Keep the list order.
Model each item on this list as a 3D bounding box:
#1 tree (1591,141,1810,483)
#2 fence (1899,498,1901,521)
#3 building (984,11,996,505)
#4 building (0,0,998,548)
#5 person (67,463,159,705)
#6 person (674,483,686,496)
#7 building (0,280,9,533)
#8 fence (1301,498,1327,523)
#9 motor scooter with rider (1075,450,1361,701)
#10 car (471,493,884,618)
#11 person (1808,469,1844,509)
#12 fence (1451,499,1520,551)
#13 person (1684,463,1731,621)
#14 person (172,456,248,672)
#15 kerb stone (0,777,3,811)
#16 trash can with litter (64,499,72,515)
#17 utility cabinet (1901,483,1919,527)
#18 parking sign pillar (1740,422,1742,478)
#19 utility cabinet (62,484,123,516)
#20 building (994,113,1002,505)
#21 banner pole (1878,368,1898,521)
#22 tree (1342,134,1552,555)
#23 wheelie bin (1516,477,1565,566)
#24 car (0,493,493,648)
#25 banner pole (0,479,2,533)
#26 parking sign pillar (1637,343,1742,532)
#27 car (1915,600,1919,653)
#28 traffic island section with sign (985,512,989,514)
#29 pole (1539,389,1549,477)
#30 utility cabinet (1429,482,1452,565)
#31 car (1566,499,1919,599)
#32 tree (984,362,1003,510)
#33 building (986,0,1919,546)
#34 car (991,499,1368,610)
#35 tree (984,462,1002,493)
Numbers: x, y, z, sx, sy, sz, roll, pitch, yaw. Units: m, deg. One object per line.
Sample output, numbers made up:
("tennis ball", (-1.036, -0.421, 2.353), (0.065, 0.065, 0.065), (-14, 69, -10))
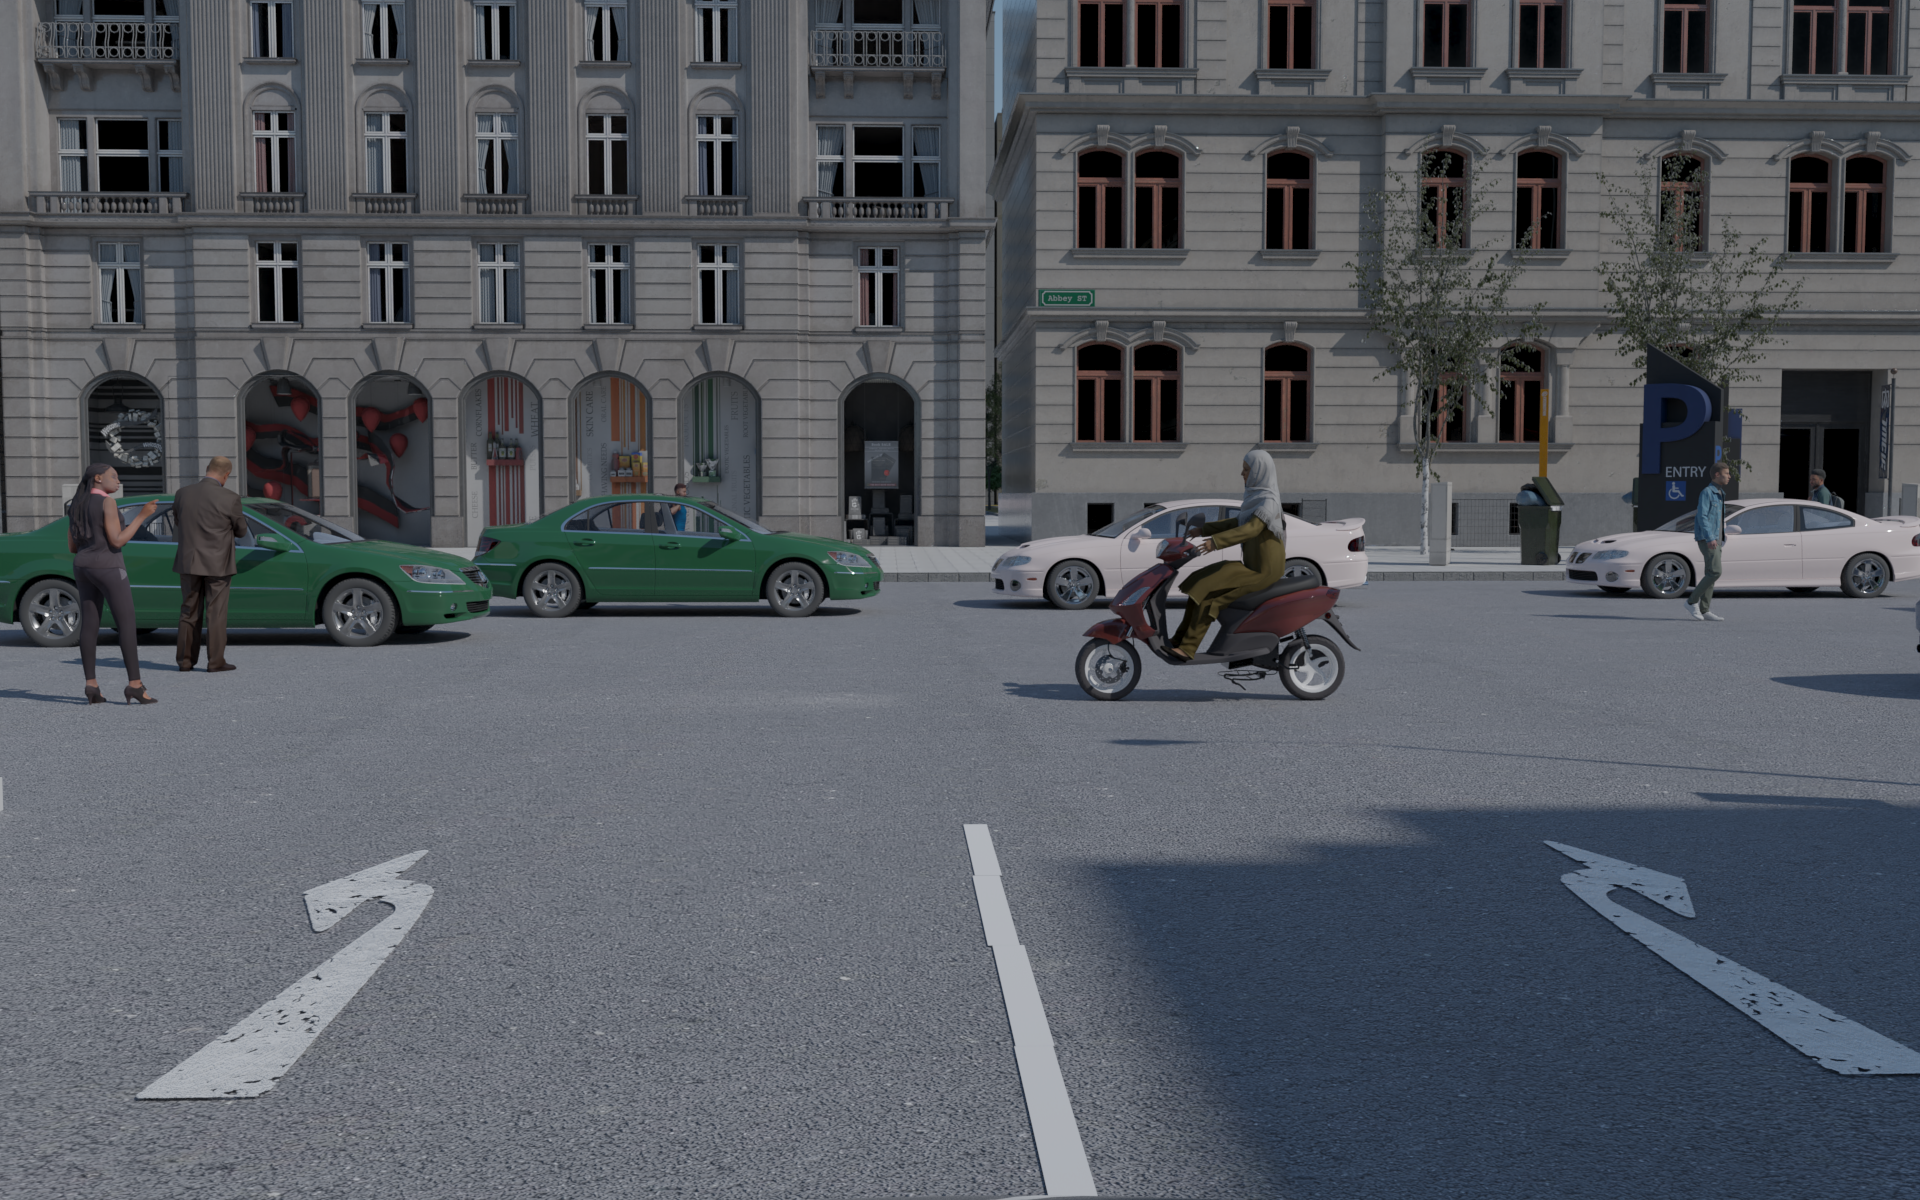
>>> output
("tree", (15.091, -5.259, 36.346), (4.360, 8.622, 3.978), (0, 3, 0))
("fence", (22.130, -1.798, 40.599), (0.480, 1.192, 2.264), (1, 4, 23))
("building", (-10.485, -40.767, 208.543), (28.212, 58.520, 21.231), (0, 4, -2))
("building", (-11.165, -12.519, 46.490), (24.055, 21.916, 13.314), (0, 4, -2))
("person", (-5.772, -0.114, 11.838), (0.593, 1.643, 0.415), (-1, 4, -18))
("person", (-4.239, -0.973, 26.281), (0.662, 1.594, 0.647), (0, 4, -7))
("building", (-32.950, -10.934, 43.400), (19.286, 19.102, 10.561), (0, 4, -2))
("fence", (6.918, -1.388, 33.898), (0.480, 1.192, 2.264), (0, 4, -1))
("motor scooter with rider", (1.790, -0.187, 12.030), (1.986, 1.779, 0.876), (0, 4, -1))
("car", (-3.382, -0.556, 20.885), (4.920, 1.459, 2.131), (0, 4, -1))
("person", (13.457, -1.142, 27.158), (0.713, 1.824, 0.794), (3, 4, 38))
("fence", (12.200, -1.724, 39.392), (2.264, 1.192, 0.480), (0, 4, 5))
("person", (8.435, -0.654, 19.536), (0.444, 1.785, 0.601), (3, 5, 44))
("person", (-6.088, -0.298, 14.062), (0.565, 1.739, 0.600), (-2, 4, -26))
("kerb stone", (-4.379, 0.908, 7.350), (0.120, 0.150, 1.000), (0, 4, -2))
("trash can with litter", (-15.791, -1.273, 31.875), (1.678, 1.210, 2.233), (2, 4, 27))
("utility cabinet", (19.458, -1.625, 35.241), (0.318, 1.500, 1.173), (3, 5, 40))
("parking sign pillar", (17.562, -3.141, 39.829), (1.447, 3.967, 1.447), (1, 4, 12))
("utility cabinet", (-19.166, -1.812, 38.306), (1.173, 1.500, 0.318), (-1, 4, -19))
("building", (14.351, -35.930, 211.160), (21.600, 48.544, 21.300), (0, 4, -2))
("banner pole", (18.574, -2.734, 34.721), (0.401, 3.779, 0.863), (1, 4, 8))
("tree", (10.069, -5.267, 36.474), (4.360, 8.622, 3.978), (0, 3, 0))
("wheelie bin", (10.469, -1.433, 31.341), (0.693, 1.594, 0.980), (3, 5, 41))
("car", (-7.101, -0.320, 17.026), (4.920, 1.459, 2.131), (0, 4, -1))
("banner pole", (-18.098, -2.584, 32.264), (0.401, 3.779, 0.863), (1, 4, 11))
("parking sign pillar", (12.665, -2.568, 30.454), (1.447, 3.967, 1.447), (3, 5, 41))
("car", (9.369, -0.029, 12.485), (4.499, 1.417, 2.014), (0, 4, -4))
("traffic island section with sign", (1.050, -7.064, 124.127), (1.989, 1.847, 2.006), (0, 4, -2))
("pole", (11.379, -2.444, 33.806), (0.158, 3.312, 0.155), (0, 3, 0))
("utility cabinet", (8.710, -1.391, 31.415), (0.318, 1.500, 1.173), (1, 4, 19))
("car", (11.069, -0.745, 24.549), (4.827, 1.381, 2.083), (0, 4, -3))
("tree", (3.765, -11.021, 114.603), (7.601, 10.594, 8.767), (0, 4, -2))
("building", (12.595, -15.931, 47.856), (23.554, 28.519, 14.401), (0, 4, -2))
("car", (2.808, -0.609, 22.319), (4.827, 1.381, 2.083), (0, 4, -3))
("tree", (2.842, -10.711, 158.841), (4.285, 4.588, 4.351), (0, 3, 0))
